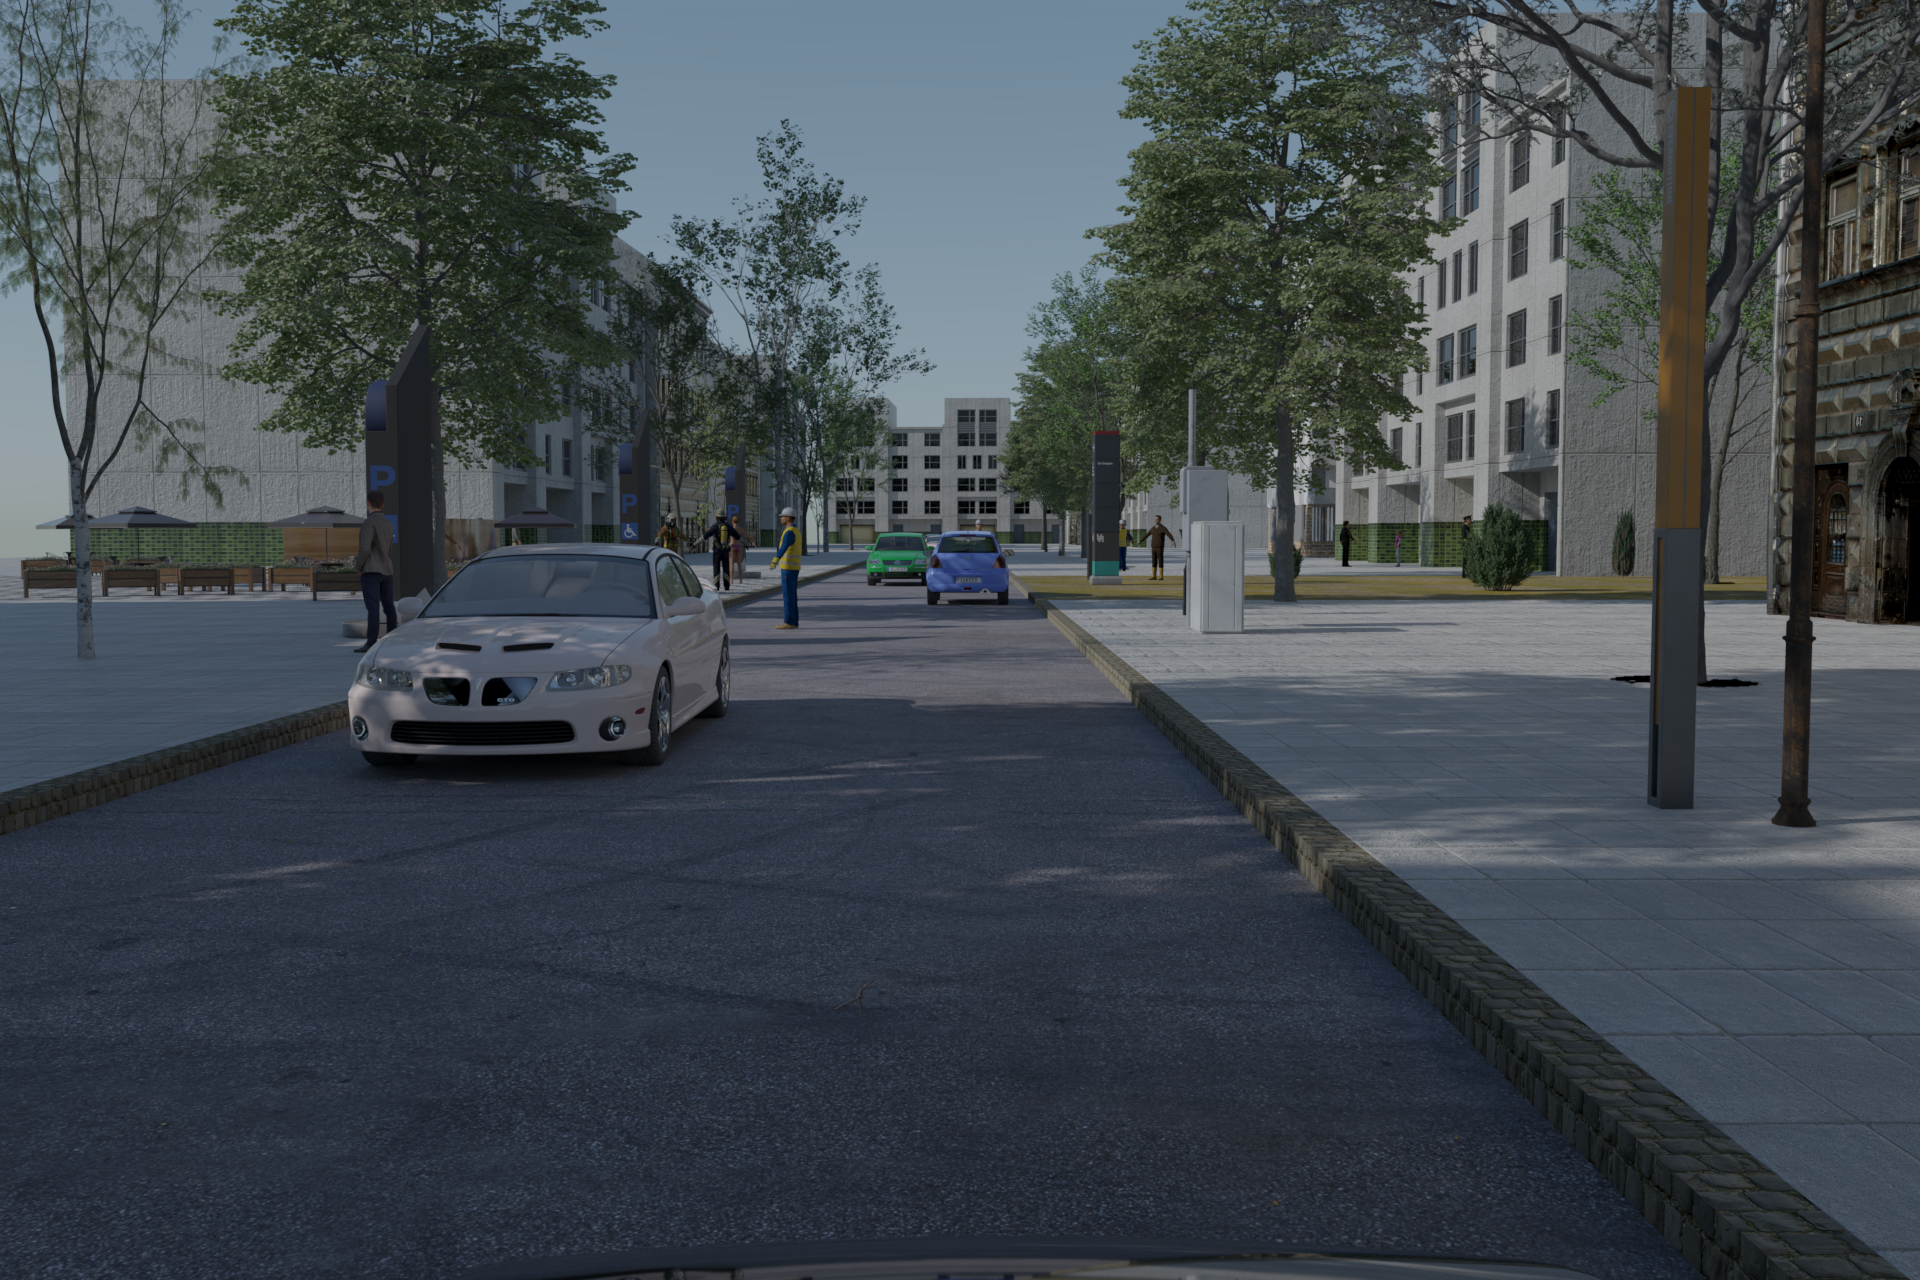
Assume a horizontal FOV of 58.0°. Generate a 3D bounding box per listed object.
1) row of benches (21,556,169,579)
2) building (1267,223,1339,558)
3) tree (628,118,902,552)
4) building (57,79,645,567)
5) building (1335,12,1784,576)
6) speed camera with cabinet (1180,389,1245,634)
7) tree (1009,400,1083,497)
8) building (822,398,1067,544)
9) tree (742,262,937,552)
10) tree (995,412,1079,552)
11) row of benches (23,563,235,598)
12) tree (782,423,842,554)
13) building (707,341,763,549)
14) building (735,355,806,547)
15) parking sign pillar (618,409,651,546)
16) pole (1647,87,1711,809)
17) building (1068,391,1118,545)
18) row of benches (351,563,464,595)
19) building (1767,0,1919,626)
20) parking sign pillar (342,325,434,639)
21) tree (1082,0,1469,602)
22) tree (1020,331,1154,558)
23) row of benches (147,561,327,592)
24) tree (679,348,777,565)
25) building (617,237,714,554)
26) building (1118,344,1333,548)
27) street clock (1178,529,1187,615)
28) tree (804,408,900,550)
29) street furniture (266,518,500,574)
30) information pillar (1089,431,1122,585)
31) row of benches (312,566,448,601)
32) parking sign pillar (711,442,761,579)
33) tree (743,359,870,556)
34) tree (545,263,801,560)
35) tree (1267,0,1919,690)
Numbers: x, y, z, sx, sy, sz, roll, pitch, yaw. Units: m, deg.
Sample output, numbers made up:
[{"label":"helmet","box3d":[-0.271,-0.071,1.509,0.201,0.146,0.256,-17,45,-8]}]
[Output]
[{"label":"row of benches","box3d":[-24.564,-2.079,49.449,4.104,0.672,1.422,0,4,-2]},{"label":"building","box3d":[24.223,-15.292,106.446,16.016,20.090,11.380,0,4,0]},{"label":"tree","box3d":[-9.195,-13.814,81.748,12.611,20.169,13.585,0,3,0]},{"label":"building","box3d":[-26.558,-13.271,83.432,16.747,18.905,31.486,0,4,1]},{"label":"building","box3d":[26.520,-12.298,67.536,16.747,18.905,31.486,0,3,0]},{"label":"speed camera with cabinet","box3d":[3.365,-1.759,23.090,0.660,3.252,2.038,0,4,0]},{"label":"tree","box3d":[6.428,-10.892,112.501,8.767,10.594,7.601,3,5,42]},{"label":"building","box3d":[-1.704,-22.172,231.418,31.486,18.905,16.747,0,4,2]},{"label":"tree","box3d":[-8.436,-16.198,120.730,12.611,20.169,13.585,0,3,0]},{"label":"tree","box3d":[5.860,-11.574,123.653,7.601,10.594,8.767,-2,4,-30]},{"label":"row of benches","box3d":[-17.165,-1.259,36.055,4.104,0.672,1.422,-2,4,-30]},{"label":"tree","box3d":[-8.847,-9.796,110.521,4.360,8.622,3.978,0,3,0]},{"label":"building","box3d":[-28.817,-20.008,158.052,19.493,23.208,18.063,0,4,1]},{"label":"building","box3d":[-26.575,-19.578,186.561,16.747,18.905,31.486,0,4,1]},{"label":"parking sign pillar","box3d":[-6.918,-2.961,36.891,1.447,3.967,1.447,0,4,0]},{"label":"pole","box3d":[3.344,-0.869,8.055,0.158,3.312,0.155,0,3,0]},{"label":"building","box3d":[22.695,-22.850,204.521,19.493,23.208,18.063,0,3,0]},{"label":"row of benches","box3d":[-10.987,-1.288,36.522,4.104,0.672,1.422,1,4,12]},{"label":"building","box3d":[22.137,-11.436,17.911,19.493,23.208,18.063,0,3,0]},{"label":"parking sign pillar","box3d":[-7.038,-2.036,21.758,1.447,3.967,1.447,0,4,0]},{"label":"tree","box3d":[5.837,-6.987,32.358,7.486,12.596,7.792,0,3,0]},{"label":"tree","box3d":[6.841,-10.617,91.713,7.486,12.596,7.792,0,3,0]},{"label":"row of benches","box3d":[-16.257,-1.424,38.739,4.104,0.672,1.422,0,4,7]},{"label":"tree","box3d":[-9.544,-7.287,69.508,4.737,8.622,4.395,0,3,0]},{"label":"building","box3d":[-26.520,-16.985,108.626,19.493,23.208,18.063,0,4,1]},{"label":"building","box3d":[25.205,-18.570,170.069,16.747,18.905,31.486,0,4,0]},{"label":"street clock","box3d":[3.622,-1.391,27.318,0.358,2.002,0.471,0,4,1]},{"label":"tree","box3d":[-8.520,-12.891,136.517,9.928,11.665,9.643,0,3,0]},{"label":"street furniture","box3d":[-15.628,-2.622,49.728,11.010,1.723,9.812,0,4,1]},{"label":"information pillar","box3d":[3.686,-3.326,43.762,0.750,3.857,0.750,0,4,-1]},{"label":"row of benches","box3d":[-10.595,-1.146,34.192,4.104,0.672,1.422,-1,4,-20]},{"label":"parking sign pillar","box3d":[-6.483,-3.769,50.101,1.447,3.967,1.447,0,4,0]},{"label":"tree","box3d":[-9.004,-10.761,101.692,9.928,11.665,9.643,0,3,0]},{"label":"tree","box3d":[-9.631,-7.639,59.304,8.767,10.594,7.601,-1,4,-22]},{"label":"tree","box3d":[6.289,-6.357,14.303,12.009,13.543,11.850,0,3,0]}]
